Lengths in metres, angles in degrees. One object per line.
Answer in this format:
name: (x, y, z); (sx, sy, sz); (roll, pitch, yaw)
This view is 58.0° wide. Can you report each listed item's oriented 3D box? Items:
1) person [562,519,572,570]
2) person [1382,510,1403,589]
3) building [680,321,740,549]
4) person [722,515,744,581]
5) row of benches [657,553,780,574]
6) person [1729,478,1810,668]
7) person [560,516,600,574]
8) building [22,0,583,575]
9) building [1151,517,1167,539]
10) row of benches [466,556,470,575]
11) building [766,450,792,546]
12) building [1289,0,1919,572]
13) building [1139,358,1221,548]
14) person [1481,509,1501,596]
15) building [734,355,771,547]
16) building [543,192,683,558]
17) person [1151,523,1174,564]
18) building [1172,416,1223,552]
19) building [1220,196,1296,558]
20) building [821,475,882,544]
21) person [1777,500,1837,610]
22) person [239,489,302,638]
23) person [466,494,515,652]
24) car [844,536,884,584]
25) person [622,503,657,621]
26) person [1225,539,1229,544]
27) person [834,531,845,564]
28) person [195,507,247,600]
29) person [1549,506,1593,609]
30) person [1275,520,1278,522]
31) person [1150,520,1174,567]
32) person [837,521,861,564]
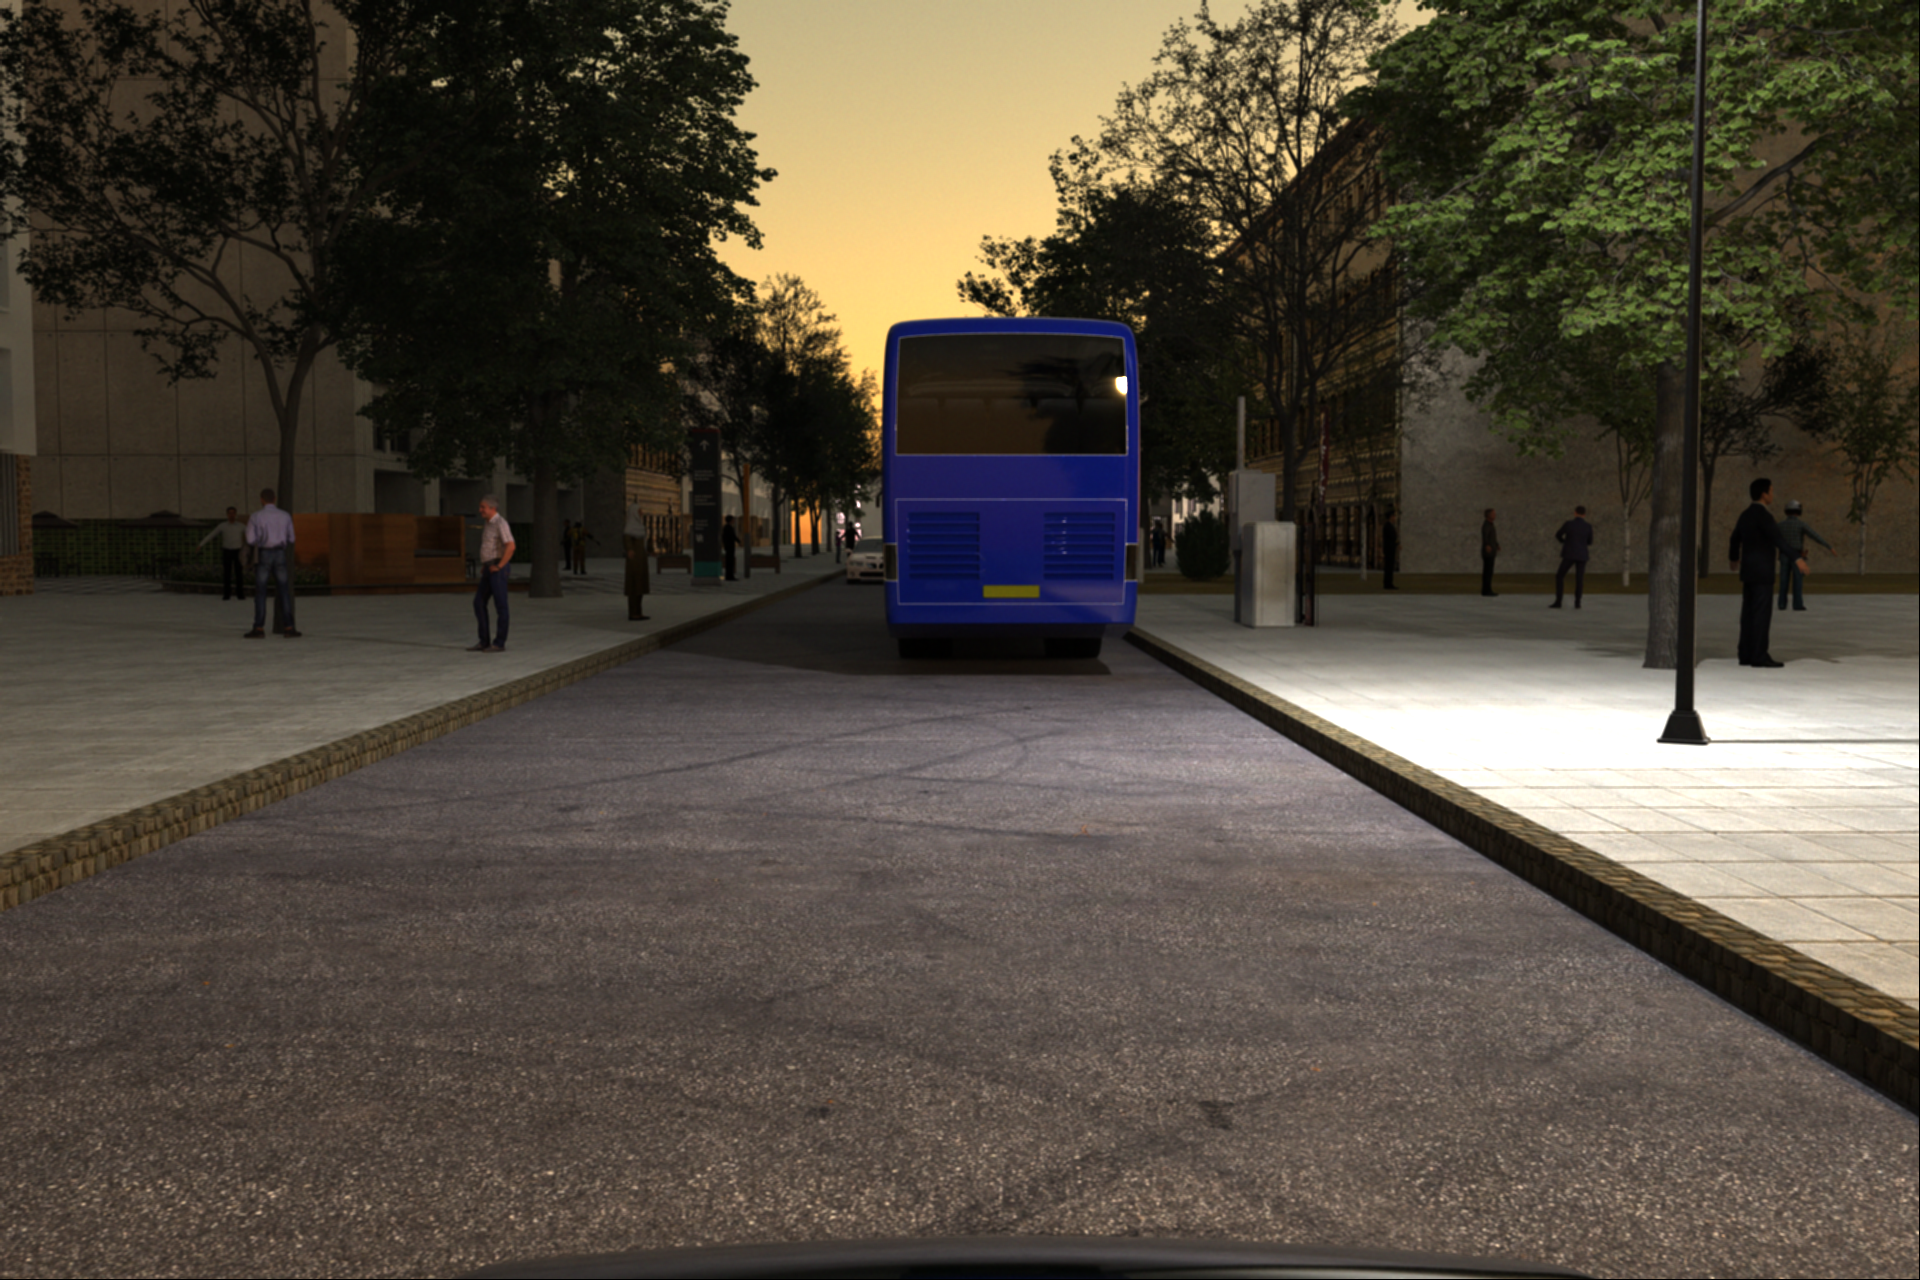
person: (-14.033, -3.400, 61.807); (0.704, 1.802, 1.346); (0, 4, -3)
person: (10.011, -2.097, 40.227); (0.705, 1.837, 1.347); (0, 4, 1)
building: (-26.187, -18.252, 154.846); (16.016, 20.090, 11.380); (0, 4, -1)
person: (-6.310, -2.540, 47.709); (0.705, 1.806, 1.347); (-2, 4, -29)
row of benches: (-7.929, -2.496, 56.275); (4.104, 0.672, 1.422); (-1, 4, -15)
person: (7.768, -0.657, 16.789); (0.704, 1.823, 1.345); (0, 4, -4)
person: (-12.174, -3.035, 55.385); (1.354, 1.858, 0.705); (1, 4, 11)
building: (-26.941, -12.378, 68.830); (16.747, 18.905, 31.486); (0, 4, 0)
building: (23.172, -14.846, 184.885); (9.099, 9.664, 28.070); (0, 4, -1)
row of benches: (-15.780, -2.348, 53.854); (1.422, 0.672, 4.104); (-1, 4, -9)
building: (-29.336, -20.583, 202.987); (16.747, 18.905, 31.486); (0, 4, -1)
building: (23.894, -14.409, 66.510); (19.493, 23.208, 18.063); (0, 3, 0)
building: (21.816, -18.958, 166.389); (16.016, 20.090, 11.380); (0, 3, 0)
person: (10.991, -1.817, 35.891); (0.705, 1.807, 1.348); (2, 4, 26)
building: (-25.185, -19.297, 171.927); (16.016, 20.090, 11.380); (0, 4, 1)
building: (-26.991, -16.490, 100.542); (19.493, 23.208, 18.063); (0, 4, 0)
person: (8.641, -4.111, 73.933); (1.216, 1.740, 0.721); (-2, 4, -30)
building: (20.272, -10.559, 114.784); (9.099, 9.664, 28.070); (0, 4, 0)
building: (23.836, -15.637, 86.598); (19.493, 23.208, 18.063); (0, 4, -1)
building: (-4.098, -17.585, 232.113); (28.070, 9.664, 9.099); (0, 4, 7)
person: (14.067, -1.432, 29.255); (1.345, 1.849, 0.704); (3, 5, 45)
person: (-8.563, -0.951, 21.459); (0.709, 1.838, 0.599); (-2, 4, -34)
person: (-5.111, -0.724, 18.826); (0.436, 1.711, 0.756); (-2, 4, -27)
car: (-2.342, -2.366, 51.051); (2.083, 1.381, 4.827); (0, 4, -1)
person: (-4.749, -1.165, 25.823); (0.721, 1.736, 1.217); (0, 4, 6)
person: (9.907, -3.333, 60.758); (1.348, 1.796, 0.705); (2, 4, 31)
person: (-5.245, -4.050, 75.477); (0.599, 1.433, 0.991); (1, 4, 20)
person: (-14.193, -1.691, 33.800); (1.344, 1.810, 0.704); (-2, 4, -24)
person: (10.572, -1.436, 29.974); (0.683, 1.767, 0.568); (0, 4, 5)
person: (5.021, -1.362, 28.354); (0.704, 1.819, 1.344); (3, 5, 41)
person: (7.704, -3.769, 67.475); (1.347, 1.847, 0.705); (2, 4, 34)
person: (-4.625, -4.091, 73.027); (0.704, 1.812, 1.346); (3, 5, 44)
